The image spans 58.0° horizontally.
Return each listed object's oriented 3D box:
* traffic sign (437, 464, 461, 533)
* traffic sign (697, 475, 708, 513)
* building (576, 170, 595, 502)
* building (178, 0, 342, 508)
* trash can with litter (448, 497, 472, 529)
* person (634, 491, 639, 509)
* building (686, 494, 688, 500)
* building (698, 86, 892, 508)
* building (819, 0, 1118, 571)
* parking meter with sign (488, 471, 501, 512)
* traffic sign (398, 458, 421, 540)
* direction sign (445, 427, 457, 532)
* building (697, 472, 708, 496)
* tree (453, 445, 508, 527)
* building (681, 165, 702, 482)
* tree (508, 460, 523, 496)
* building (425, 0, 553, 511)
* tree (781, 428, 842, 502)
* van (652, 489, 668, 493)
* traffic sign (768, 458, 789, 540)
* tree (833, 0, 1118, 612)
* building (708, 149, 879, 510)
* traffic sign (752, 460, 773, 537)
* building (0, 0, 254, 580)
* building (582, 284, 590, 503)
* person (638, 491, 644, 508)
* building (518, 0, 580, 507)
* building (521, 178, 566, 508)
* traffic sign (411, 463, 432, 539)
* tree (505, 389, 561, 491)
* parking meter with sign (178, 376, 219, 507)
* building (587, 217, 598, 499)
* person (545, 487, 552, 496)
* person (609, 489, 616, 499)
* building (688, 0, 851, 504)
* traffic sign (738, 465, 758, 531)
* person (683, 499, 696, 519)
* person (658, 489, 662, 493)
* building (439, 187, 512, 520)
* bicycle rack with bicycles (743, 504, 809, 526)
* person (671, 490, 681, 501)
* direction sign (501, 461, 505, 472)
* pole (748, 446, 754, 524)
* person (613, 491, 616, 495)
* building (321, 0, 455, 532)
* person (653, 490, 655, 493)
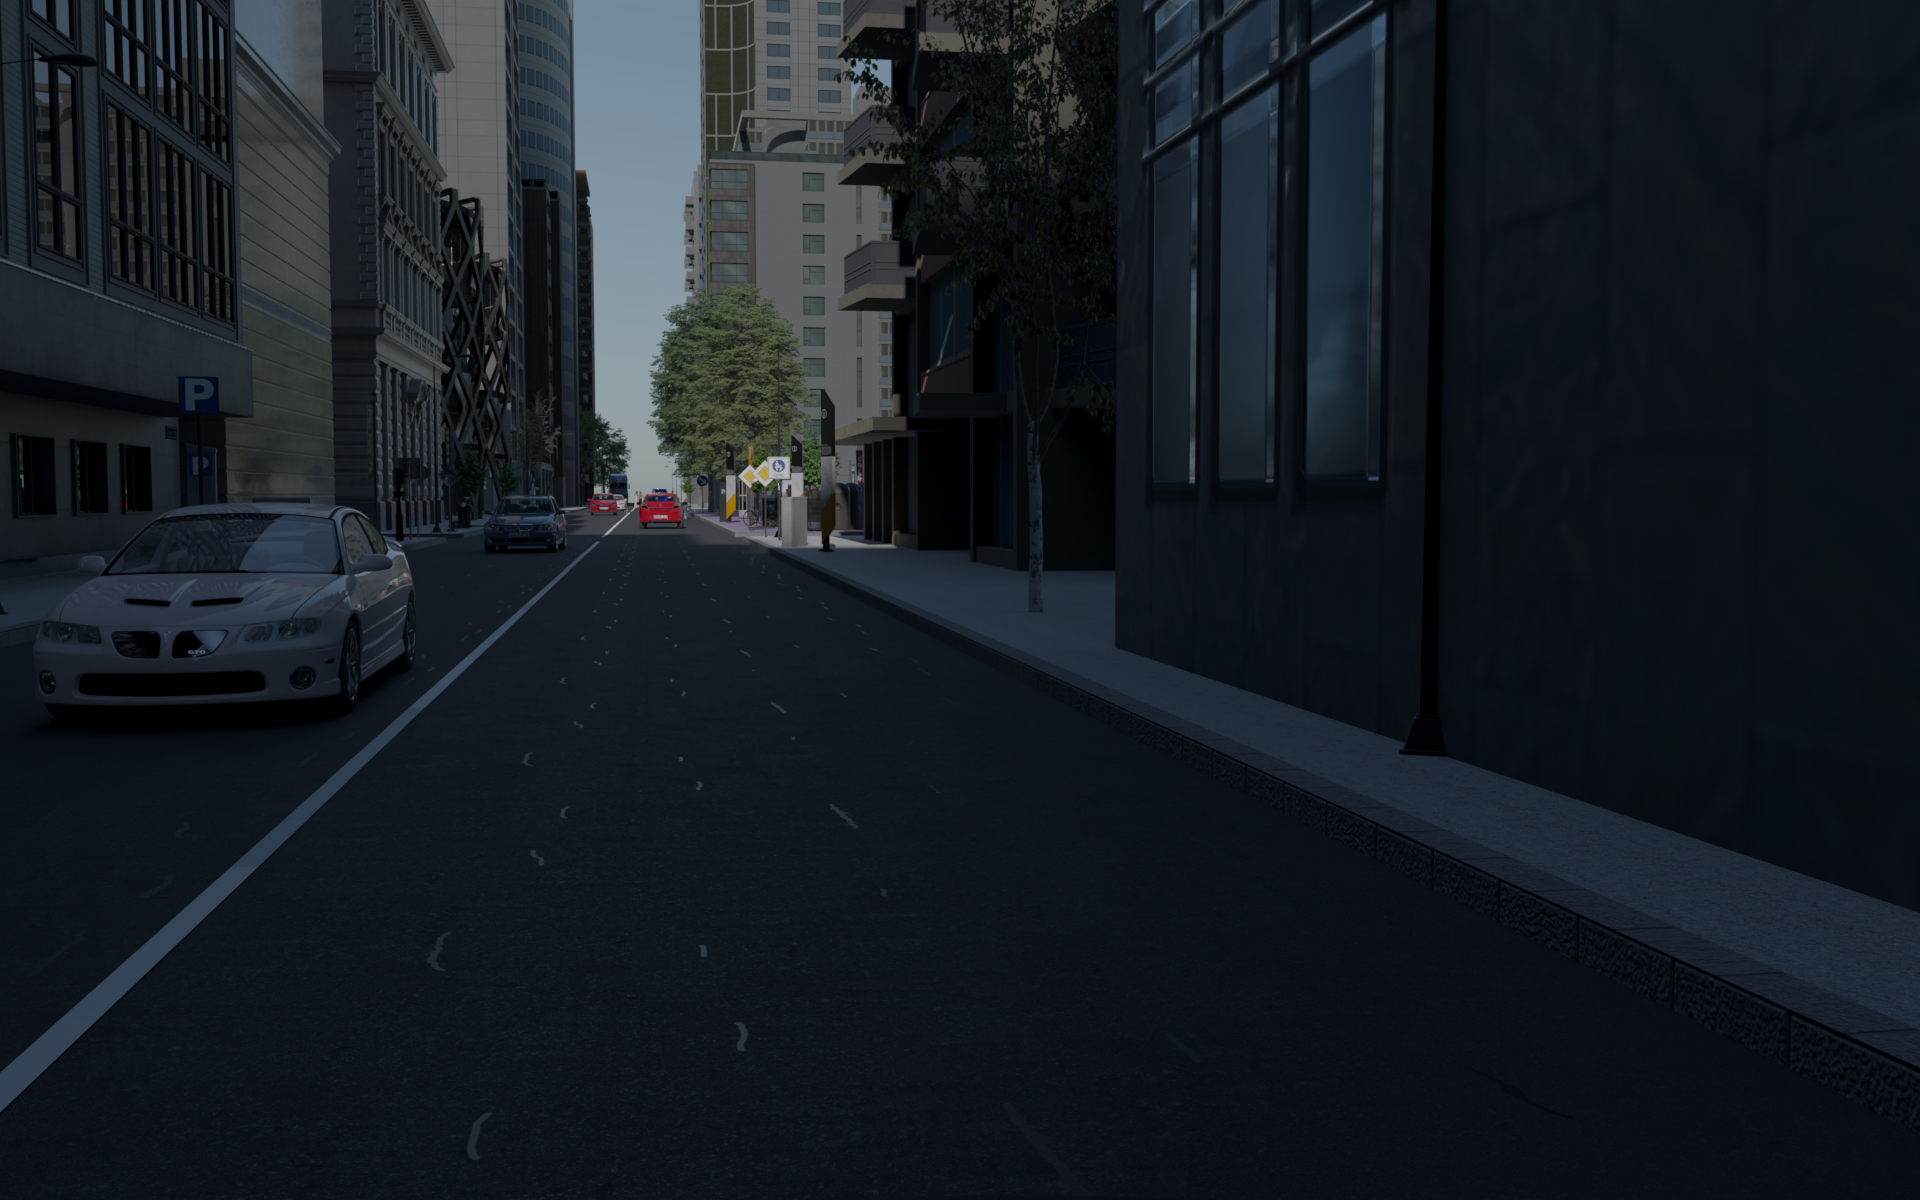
[{"bbox_3d":[-16.988,-3.302,57.630,0.795,2.450,0.064,-1,4,-10],"label":"traffic sign"},{"bbox_3d":[-17.282,-7.104,116.252,0.768,2.556,0.104,0,4,-7],"label":"traffic sign"},{"bbox_3d":[-59.503,-34.966,226.311,22.147,44.769,28.867,-1,4,-10],"label":"building"},{"bbox_3d":[-25.910,-15.538,39.954,20.117,28.700,13.634,-1,4,-10],"label":"building"},{"bbox_3d":[-18.651,-3.246,64.452,1.055,1.170,0.624,2,4,32],"label":"trash can with litter"},{"bbox_3d":[-31.483,-9.755,168.660,0.551,1.740,0.621,3,5,39],"label":"person"},{"bbox_3d":[-28.372,-36.066,281.556,32.217,40.220,23.993,-1,4,-10],"label":"building"},{"bbox_3d":[-9.391,-29.213,169.508,32.217,40.220,23.993,-1,4,-10],"label":"building"},{"bbox_3d":[8.941,-23.401,37.223,22.147,44.769,28.867,-1,4,-10],"label":"building"},{"bbox_3d":[-33.275,-7.848,124.579,0.543,3.016,1.738,-3,5,-41],"label":"parking meter with sign"},{"bbox_3d":[-15.465,-2.848,48.696,0.606,2.300,0.079,-1,4,-10],"label":"traffic sign"},{"bbox_3d":[-17.302,-4.085,58.792,0.379,3.537,0.876,0,4,2],"label":"direction sign"},{"bbox_3d":[-15.412,-21.462,195.946,27.650,21.520,28.899,-1,4,-10],"label":"building"},{"bbox_3d":[-19.155,-4.492,68.046,1.663,3.219,1.824,0,3,0],"label":"tree"},{"bbox_3d":[-28.915,-38.767,253.453,23.786,49.044,30.456,-1,4,-10],"label":"building"},{"bbox_3d":[-25.184,-6.261,96.968,1.663,3.219,1.824,0,3,0],"label":"tree"},{"bbox_3d":[-43.740,-42.813,138.249,20.563,71.187,20.611,-1,4,-10],"label":"building"},{"bbox_3d":[-7.439,-6.252,85.937,4.285,4.588,4.351,0,3,0],"label":"tree"},{"bbox_3d":[-34.974,-12.083,201.936,2.240,2.365,5.245,-1,4,-9],"label":"van"},{"bbox_3d":[-4.994,-2.791,47.765,0.606,2.300,0.079,0,4,-3],"label":"traffic sign"},{"bbox_3d":[0.794,-4.158,18.345,4.360,8.622,3.978,0,3,0],"label":"tree"},{"bbox_3d":[-14.653,-23.107,149.495,14.160,30.474,14.107,-1,4,-10],"label":"building"},{"bbox_3d":[-5.788,-2.927,51.496,0.795,2.450,0.064,-1,4,-10],"label":"traffic sign"},{"bbox_3d":[-19.070,-13.952,21.622,14.314,27.812,24.014,-1,4,-10],"label":"building"},{"bbox_3d":[-65.190,-38.353,250.767,21.300,48.544,21.600,-1,4,-10],"label":"building"},{"bbox_3d":[-34.089,-10.715,184.482,1.217,1.735,0.721,2,4,26],"label":"person"},{"bbox_3d":[-50.392,-38.808,176.505,21.231,58.520,28.212,-1,4,-10],"label":"building"},{"bbox_3d":[-43.499,-23.574,157.136,14.160,30.474,14.107,-1,4,-10],"label":"building"},{"bbox_3d":[-15.580,-2.821,49.769,0.795,2.450,0.064,-1,4,-10],"label":"traffic sign"},{"bbox_3d":[-29.935,-10.441,121.068,4.360,8.622,3.978,0,3,0],"label":"tree"},{"bbox_3d":[-11.564,-1.848,26.468,0.543,3.016,1.738,-1,4,-21],"label":"parking meter with sign"},{"bbox_3d":[-64.025,-37.866,269.223,14.600,45.320,14.200,-1,4,-10],"label":"building"},{"bbox_3d":[-21.691,-5.054,91.234,0.778,1.811,0.616,-1,4,-19],"label":"person"},{"bbox_3d":[-29.323,-8.348,145.005,1.348,1.822,0.705,-3,5,-44],"label":"person"},{"bbox_3d":[-25.550,-48.271,227.488,20.563,71.187,20.611,-1,4,-10],"label":"building"},{"bbox_3d":[-7.195,-3.408,59.356,0.795,2.450,0.064,-1,4,-10],"label":"traffic sign"},{"bbox_3d":[-15.633,-5.161,98.383,1.012,1.151,0.738,2,4,25],"label":"person"},{"bbox_3d":[-24.259,-8.072,140.114,1.348,1.869,0.705,0,4,2],"label":"person"},{"bbox_3d":[-36.268,-14.580,105.843,16.820,18.784,16.811,-1,4,-10],"label":"building"},{"bbox_3d":[-7.284,-3.441,69.640,2.925,0.926,2.852,-1,4,-20],"label":"bicycle rack with bicycles"},{"bbox_3d":[-22.420,-7.707,135.226,1.217,1.735,0.721,-1,4,-18],"label":"person"},{"bbox_3d":[-30.876,-7.659,117.225,0.379,3.537,0.876,-2,4,-34],"label":"direction sign"},{"bbox_3d":[-8.856,-4.869,73.453,0.158,3.312,0.155,0,3,0],"label":"pole"},{"bbox_3d":[-31.689,-9.152,158.953,1.217,1.723,0.721,1,4,14],"label":"person"},{"bbox_3d":[-25.954,-14.514,66.188,11.050,23.489,19.941,-1,4,-10],"label":"building"},{"bbox_3d":[-25.084,-8.147,142.227,1.217,1.766,0.721,-2,4,-26],"label":"person"}]
